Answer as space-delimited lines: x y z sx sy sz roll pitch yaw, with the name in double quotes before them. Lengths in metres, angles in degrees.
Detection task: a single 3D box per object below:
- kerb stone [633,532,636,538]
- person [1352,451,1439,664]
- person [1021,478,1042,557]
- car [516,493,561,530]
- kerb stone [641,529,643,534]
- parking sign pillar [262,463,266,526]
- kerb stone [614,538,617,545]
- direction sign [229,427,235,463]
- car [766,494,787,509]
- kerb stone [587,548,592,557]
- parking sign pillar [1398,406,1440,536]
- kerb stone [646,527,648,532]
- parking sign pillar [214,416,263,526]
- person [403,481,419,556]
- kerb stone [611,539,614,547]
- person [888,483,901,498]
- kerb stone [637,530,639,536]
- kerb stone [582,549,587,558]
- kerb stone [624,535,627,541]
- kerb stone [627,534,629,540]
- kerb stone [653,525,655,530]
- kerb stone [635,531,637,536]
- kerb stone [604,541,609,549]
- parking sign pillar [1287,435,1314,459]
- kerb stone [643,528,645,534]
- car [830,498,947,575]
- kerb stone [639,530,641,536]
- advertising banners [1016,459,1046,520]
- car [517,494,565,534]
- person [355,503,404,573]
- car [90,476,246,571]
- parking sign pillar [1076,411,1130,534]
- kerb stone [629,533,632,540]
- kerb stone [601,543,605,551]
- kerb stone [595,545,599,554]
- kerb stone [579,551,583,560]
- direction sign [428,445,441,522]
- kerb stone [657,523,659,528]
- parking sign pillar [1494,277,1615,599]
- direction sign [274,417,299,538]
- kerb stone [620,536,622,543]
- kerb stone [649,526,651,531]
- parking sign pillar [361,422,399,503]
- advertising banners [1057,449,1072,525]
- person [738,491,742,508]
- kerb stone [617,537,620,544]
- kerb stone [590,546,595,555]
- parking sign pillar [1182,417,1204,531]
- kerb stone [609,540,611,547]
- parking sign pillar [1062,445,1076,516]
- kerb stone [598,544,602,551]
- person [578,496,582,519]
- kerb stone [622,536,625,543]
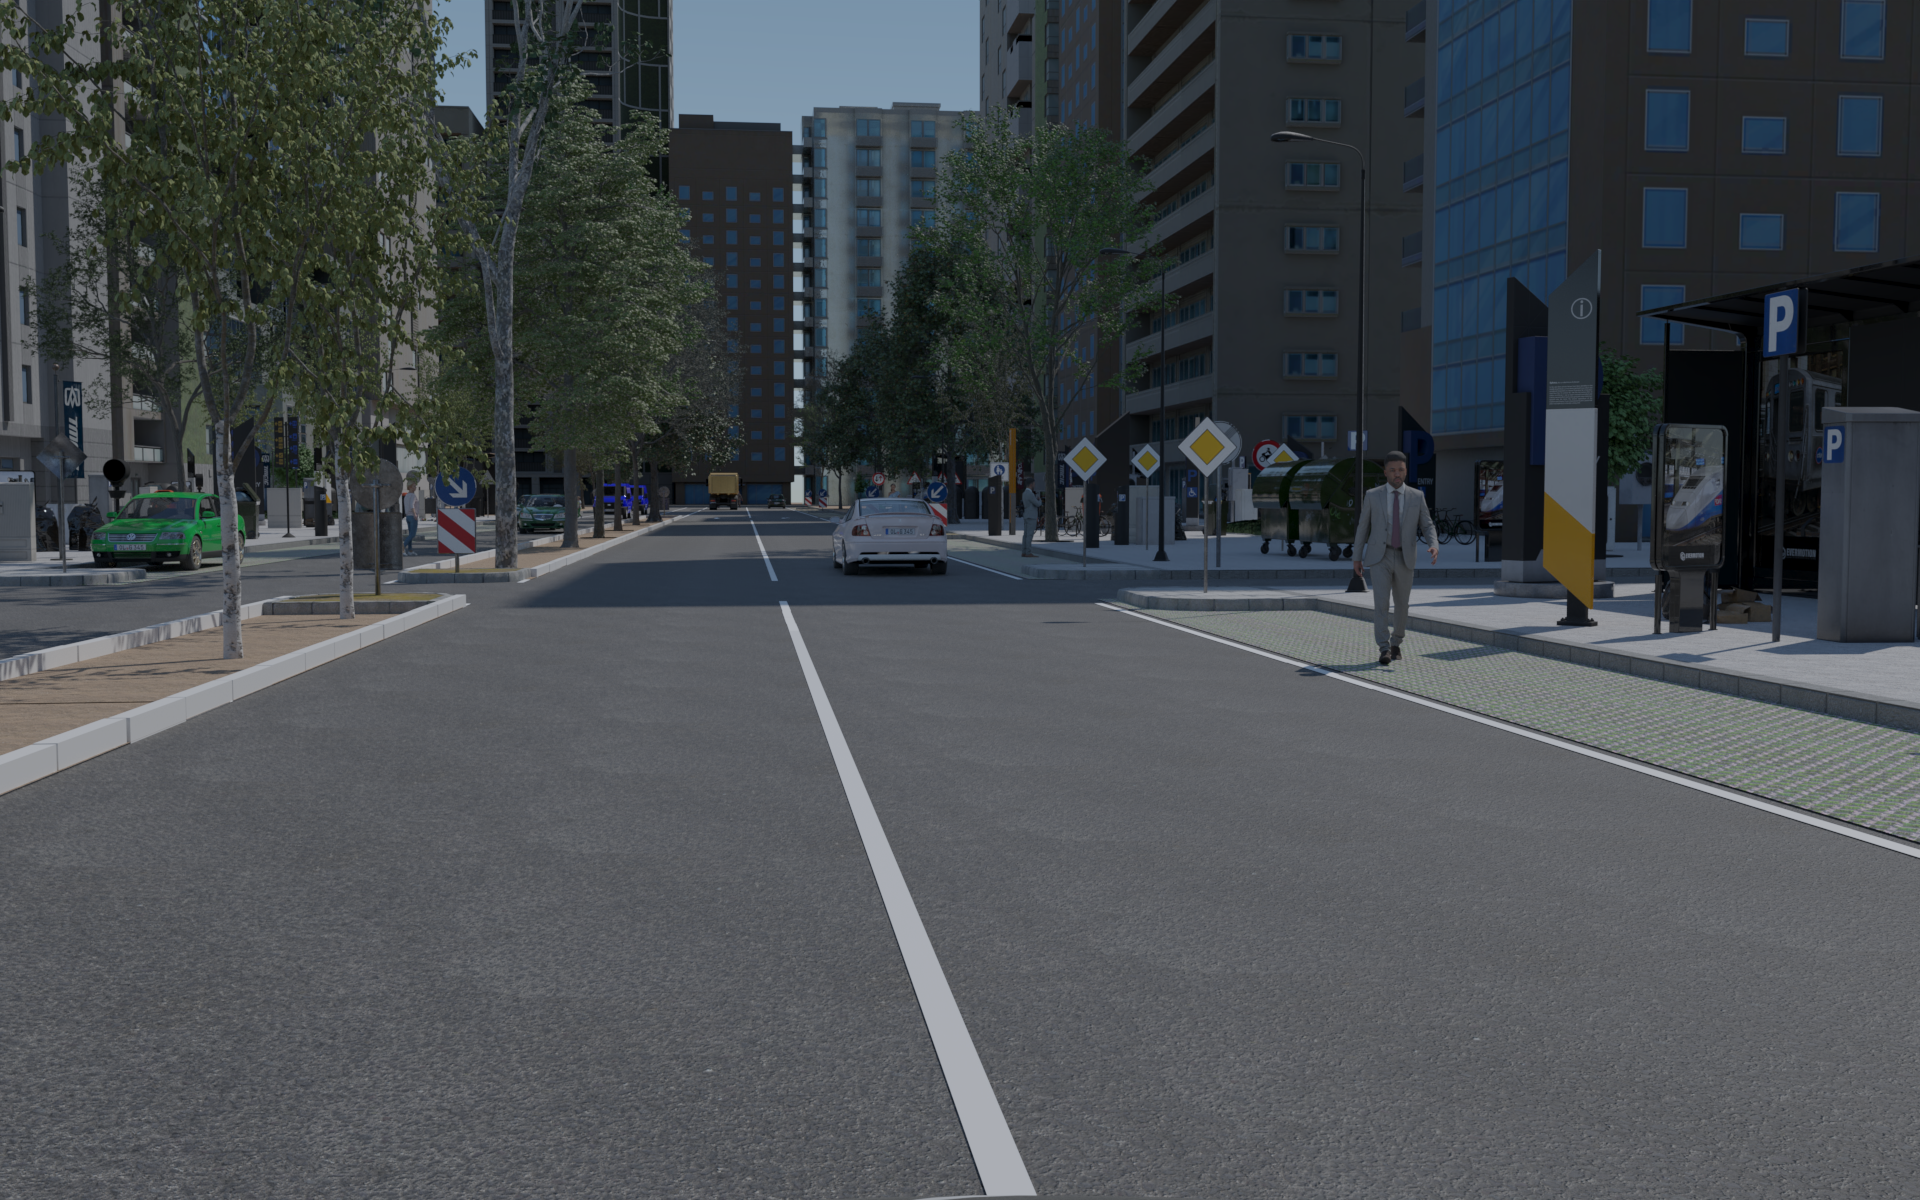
"kerb stone" -10.607 -2.049 55.704 0.120 0.150 1.000 0 4 -7
"person" 3.678 -0.360 14.666 0.678 1.792 0.850 0 4 8
"person" 1.637 -1.860 39.097 0.466 1.800 0.511 -2 4 -29
"car" -16.987 -3.649 69.448 2.009 1.686 4.222 -1 4 -8
"kerb stone" -11.121 -2.296 59.765 0.120 0.150 1.000 0 4 -7
"parking sign pillar" -28.979 -5.002 70.261 1.447 3.967 1.447 -2 4 -35
"kerb stone" -9.587 -1.551 47.552 0.120 0.150 1.000 0 4 -7
"direction sign" -24.611 -4.068 58.507 0.379 3.537 0.876 -3 4 -36
"car" -17.994 -9.792 169.882 2.009 1.686 4.222 0 4 -7
"kerb stone" -8.545 -1.053 39.406 0.120 0.150 1.000 0 4 -7
"parking sign pillar" 14.060 -3.965 53.307 1.447 3.967 1.447 -2 4 -34
"kerb stone" -11.510 -2.484 62.812 0.120 0.150 1.000 0 4 -7
"parking sign pillar" -25.046 -4.367 59.865 1.447 3.967 1.447 -1 4 -20
"person" -12.738 -1.887 40.022 0.731 1.740 0.598 3 5 39
"kerb stone" -9.455 -1.488 46.531 0.120 0.150 1.000 0 4 -7
"person" -2.350 -3.203 60.956 0.616 1.811 0.778 2 4 26
"kerb stone" -10.875 -2.174 57.735 0.120 0.150 1.000 0 4 -7
"kerb stone" -8.421 -0.989 38.392 0.120 0.150 1.000 0 4 -7
"kerb stone" -10.090 -1.799 51.626 0.120 0.150 1.000 0 4 -7
"kerb stone" -10.230 -1.863 52.659 0.120 0.150 1.000 0 4 -7
"kerb stone" -12.145 -2.795 67.899 0.120 0.150 1.000 0 4 -7
"kerb stone" -10.742 -2.112 56.721 0.120 0.150 1.000 0 4 -7
"kerb stone" -9.190 -1.364 44.494 0.120 0.150 1.000 0 4 -7
"parking sign pillar" 15.312 -5.494 78.296 1.447 3.967 1.447 3 5 41
"kerb stone" -11.249 -2.359 60.783 0.120 0.150 1.000 0 4 -7
"car" -1.341 -1.208 32.114 2.083 1.381 4.827 0 4 -8
"kerb stone" -11.001 -2.236 58.750 0.120 0.150 1.000 0 4 -7
"advertising banners" 3.569 -5.478 85.755 2.074 3.025 0.090 -2 4 -33
"car" -15.237 -3.200 64.112 2.131 1.459 4.920 -1 4 -9
"person" -10.373 -1.377 30.992 0.713 1.824 0.794 2 4 35
"car" -15.228 -1.509 33.465 1.959 1.807 4.718 0 4 -7
"parking sign pillar" 4.844 -4.134 56.060 1.447 3.967 1.447 -2 4 -31
"kerb stone" -10.352 -1.925 53.674 0.120 0.150 1.000 0 4 -7
"kerb stone" -9.070 -1.302 43.479 0.120 0.150 1.000 0 4 -7
"kerb stone" -8.807 -1.177 41.434 0.120 0.150 1.000 0 4 -7
"kerb stone" -8.296 -0.929 37.377 0.120 0.150 1.000 0 4 -7
"direction sign" -23.993 -5.350 79.469 0.379 3.537 0.876 3 5 43
"kerb stone" -12.535 -2.979 70.947 0.120 0.150 1.000 0 4 -7
"parking sign pillar" 7.488 -2.035 21.738 1.447 3.967 1.447 -1 4 -21
"direction sign" -19.794 -3.606 50.956 0.876 3.537 0.379 1 4 22
"kerb stone" -9.843 -1.674 49.593 0.120 0.150 1.000 0 4 -7
"kerb stone" -11.766 -2.609 64.845 0.120 0.150 1.000 0 4 -7
"parking sign pillar" -21.680 -4.662 64.694 1.447 3.967 1.447 0 4 -7
"advertising banners" 4.088 -4.338 67.107 0.090 3.025 2.074 1 4 20
"person" -23.030 -10.442 179.773 0.990 1.755 0.434 1 4 18
"kerb stone" -9.712 -1.613 48.566 0.120 0.150 1.000 0 4 -7
"kerb stone" -8.678 -1.115 40.420 0.120 0.150 1.000 0 4 -7
"parking sign pillar" 8.114 -4.396 60.349 1.447 3.967 1.447 1 4 9
"kerb stone" -9.325 -1.423 45.517 0.120 0.150 1.000 0 4 -7
"parking sign pillar" 6.310 -6.491 94.603 1.447 3.967 1.447 1 4 23
"kerb stone" -8.937 -1.239 42.457 0.120 0.150 1.000 0 4 -7
"person" -22.052 -5.357 100.330 0.306 1.304 0.590 1 4 21
"kerb stone" -9.969 -1.738 50.607 0.120 0.150 1.000 0 4 -7
